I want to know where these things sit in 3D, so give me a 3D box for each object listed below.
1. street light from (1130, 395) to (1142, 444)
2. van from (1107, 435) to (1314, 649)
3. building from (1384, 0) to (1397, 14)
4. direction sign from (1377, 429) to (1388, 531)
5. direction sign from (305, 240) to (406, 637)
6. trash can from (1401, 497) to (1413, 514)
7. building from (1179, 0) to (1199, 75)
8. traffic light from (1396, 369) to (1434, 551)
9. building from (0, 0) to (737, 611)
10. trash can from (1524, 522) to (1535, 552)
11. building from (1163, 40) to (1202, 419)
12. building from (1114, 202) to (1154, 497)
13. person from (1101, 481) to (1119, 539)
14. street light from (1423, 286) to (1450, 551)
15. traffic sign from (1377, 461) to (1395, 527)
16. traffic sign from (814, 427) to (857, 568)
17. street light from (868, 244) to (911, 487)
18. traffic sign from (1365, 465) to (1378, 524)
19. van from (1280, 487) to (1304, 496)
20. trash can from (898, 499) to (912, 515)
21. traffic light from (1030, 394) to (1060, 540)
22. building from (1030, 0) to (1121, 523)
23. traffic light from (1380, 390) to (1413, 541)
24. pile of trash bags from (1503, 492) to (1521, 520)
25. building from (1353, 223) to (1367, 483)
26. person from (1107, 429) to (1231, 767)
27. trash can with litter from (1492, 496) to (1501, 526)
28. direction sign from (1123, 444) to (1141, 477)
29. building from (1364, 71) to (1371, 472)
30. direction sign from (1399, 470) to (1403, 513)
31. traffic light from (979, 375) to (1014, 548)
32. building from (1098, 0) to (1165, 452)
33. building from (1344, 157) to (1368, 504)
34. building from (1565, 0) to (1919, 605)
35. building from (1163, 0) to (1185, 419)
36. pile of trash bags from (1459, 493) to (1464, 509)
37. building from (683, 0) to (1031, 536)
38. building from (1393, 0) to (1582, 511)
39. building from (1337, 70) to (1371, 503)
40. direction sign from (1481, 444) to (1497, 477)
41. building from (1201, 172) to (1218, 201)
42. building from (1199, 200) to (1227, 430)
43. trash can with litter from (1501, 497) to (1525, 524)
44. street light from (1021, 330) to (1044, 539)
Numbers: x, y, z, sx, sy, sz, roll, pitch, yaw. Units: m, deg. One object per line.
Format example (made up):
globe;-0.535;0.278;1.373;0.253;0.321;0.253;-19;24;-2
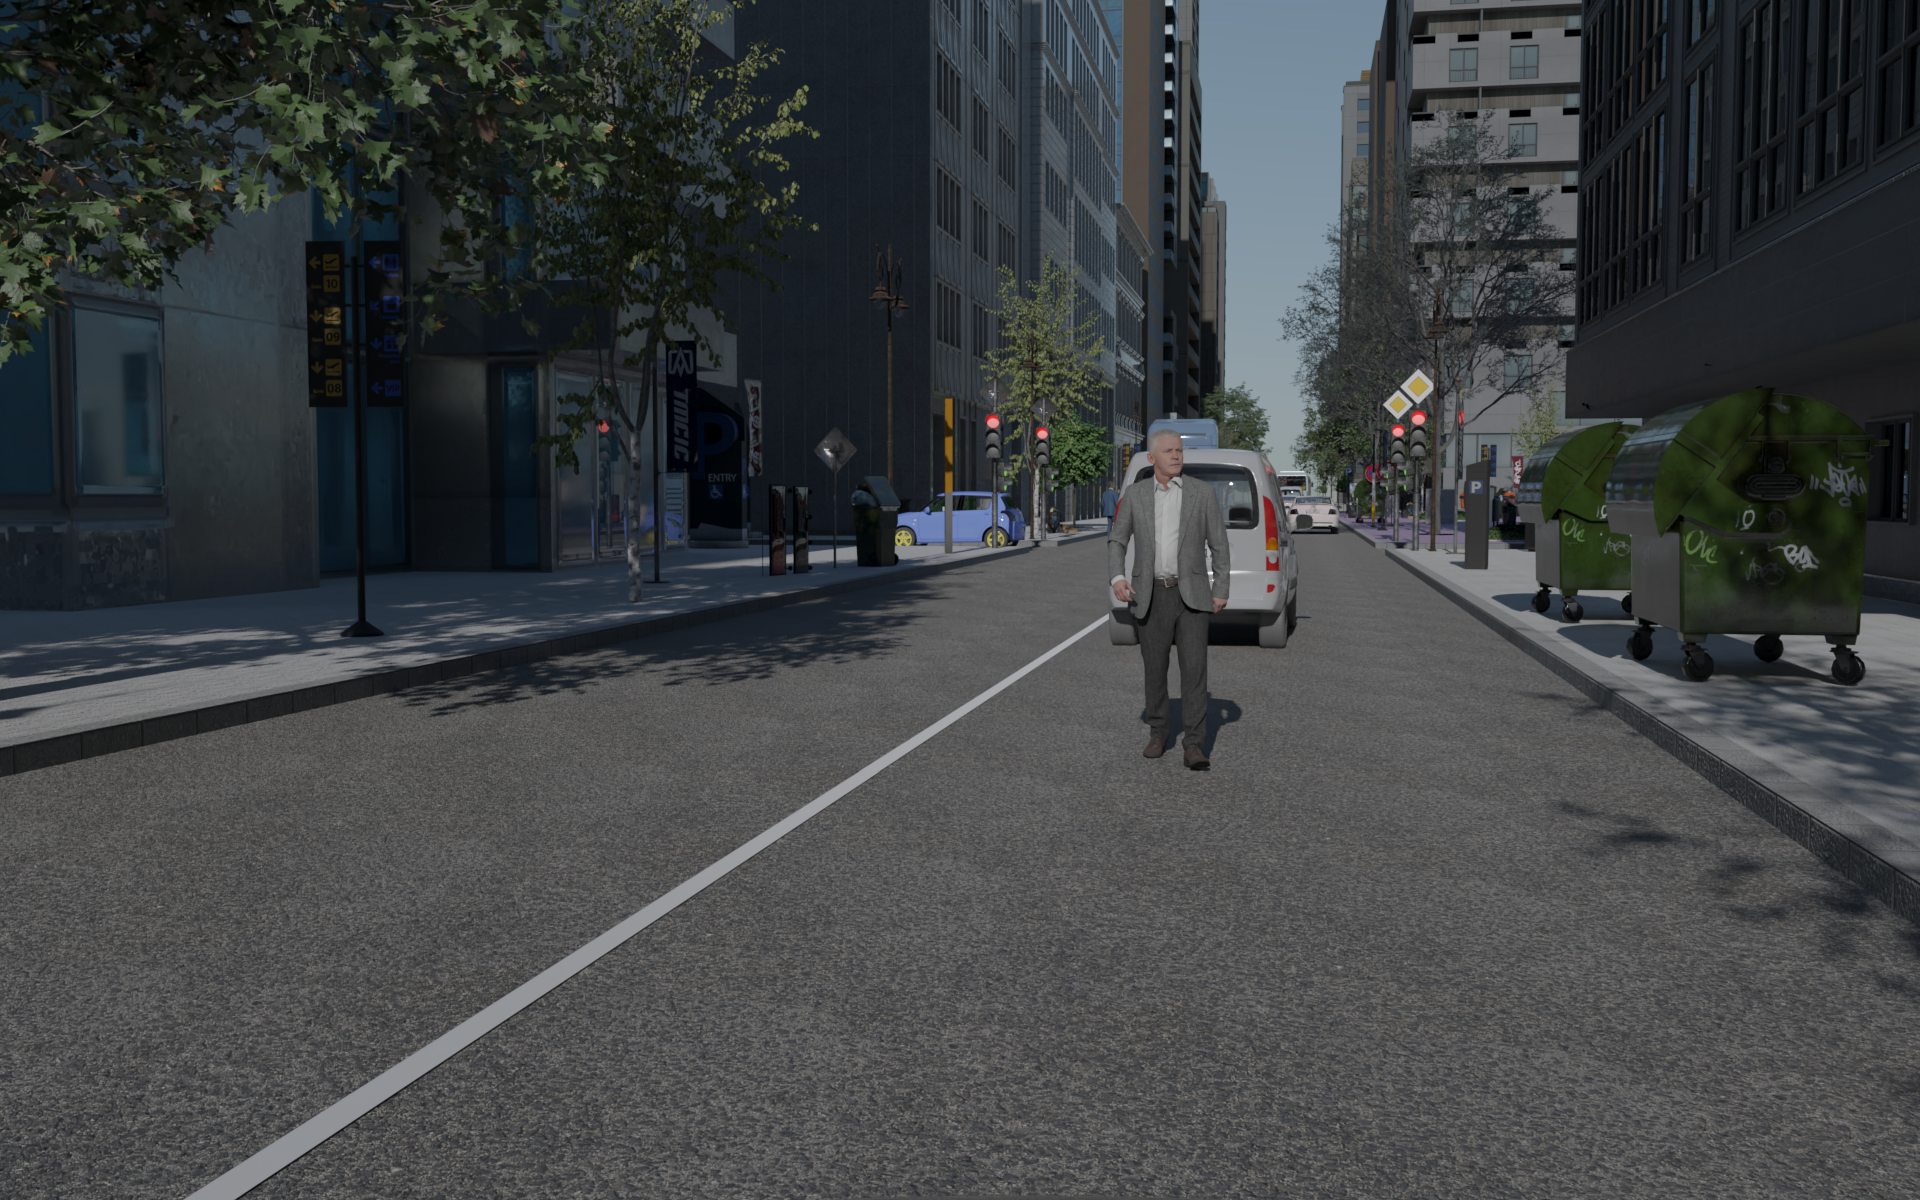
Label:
street light;8.240;-6.624;81.093;0.468;5.910;1.993;1;4;11
van;2.542;-0.645;17.561;2.013;2.044;4.112;1;4;13
building;44.309;-30.789;153.510;14.600;45.320;14.200;1;4;11
direction sign;14.880;-4.216;60.926;0.379;3.537;0.876;2;4;30
direction sign;-5.415;-1.443;15.583;0.876;3.537;0.379;0;4;3
trash can;25.219;-5.268;97.791;0.748;1.137;0.748;0;3;0
building;21.693;-47.741;218.816;20.563;71.187;20.611;1;4;11
traffic light;10.279;-3.065;39.036;0.839;4.253;0.868;1;4;11
building;-20.294;-25.073;29.552;30.456;49.044;23.786;1;4;11
trash can;12.872;-1.641;38.491;0.748;1.137;0.748;0;3;0
building;13.770;-34.071;180.757;21.300;48.544;21.600;1;4;11
building;5.819;-16.874;112.042;11.583;22.565;21.152;1;4;11
person;4.279;-2.432;48.444;0.721;1.800;0.419;3;5;41
street light;10.586;-4.026;38.607;0.468;5.910;1.993;1;4;11
traffic sign;16.378;-4.061;66.510;0.768;2.556;0.104;1;4;12
traffic sign;-2.155;-1.751;29.819;0.795;2.450;0.064;1;4;18
street light;-1.306;-3.637;32.250;0.468;5.910;1.993;1;4;11
traffic sign;17.872;-4.563;74.705;0.768;2.556;0.104;1;4;19
van;18.890;-5.619;98.886;2.013;2.044;4.112;1;4;12
trash can;-1.712;-2.272;48.798;0.748;1.137;0.748;0;3;0
traffic light;2.370;-3.656;48.691;0.839;4.253;0.868;1;4;11
building;0.943;-18.922;86.863;11.434;29.767;29.804;1;4;11
traffic light;11.808;-3.545;46.874;0.839;4.253;0.868;1;4;11
pile of trash bags;28.638;-4.682;86.297;3.447;1.369;1.912;-1;4;-14
building;48.873;-25.167;183.188;14.160;30.474;14.107;1;4;11
person;1.120;-0.018;9.193;0.661;1.777;0.834;0;4;0
trash can with litter;18.545;-2.950;59.297;1.678;1.210;2.233;2;4;30
direction sign;7.713;-5.248;77.808;0.876;3.537;0.379;2;4;29
building;46.684;-31.644;167.488;14.600;45.320;14.200;1;4;11
direction sign;30.139;-7.784;119.269;0.876;3.537;0.379;-1;4;-13
traffic light;0.842;-3.176;40.853;0.839;4.253;0.868;1;4;11
building;7.945;-29.405;130.888;14.600;45.320;14.200;1;4;11
building;54.693;-32.302;211.724;14.154;41.232;14.086;1;4;11
building;17.046;-13.977;22.030;14.314;27.812;24.014;1;4;11
building;9.172;-51.358;152.373;22.319;86.520;31.000;1;4;11
pile of trash bags;30.223;-5.447;98.816;3.447;1.369;1.912;0;4;0
building;-4.894;-14.975;62.860;12.078;24.808;19.932;1;4;11
building;47.413;-33.163;131.451;28.713;52.752;27.495;1;4;11
building;64.657;-43.072;246.225;21.231;58.520;28.212;1;4;11
direction sign;24.155;-5.333;79.185;0.876;3.537;0.379;-2;4;-24
building;27.995;-39.093;258.773;23.786;49.044;30.456;1;4;11
building;28.784;-33.786;235.993;14.154;41.232;14.086;1;4;11
trash can with litter;19.818;-3.075;61.664;1.055;1.170;0.624;2;4;34
street light;2.045;-4.662;49.004;0.468;5.910;1.993;1;4;11
